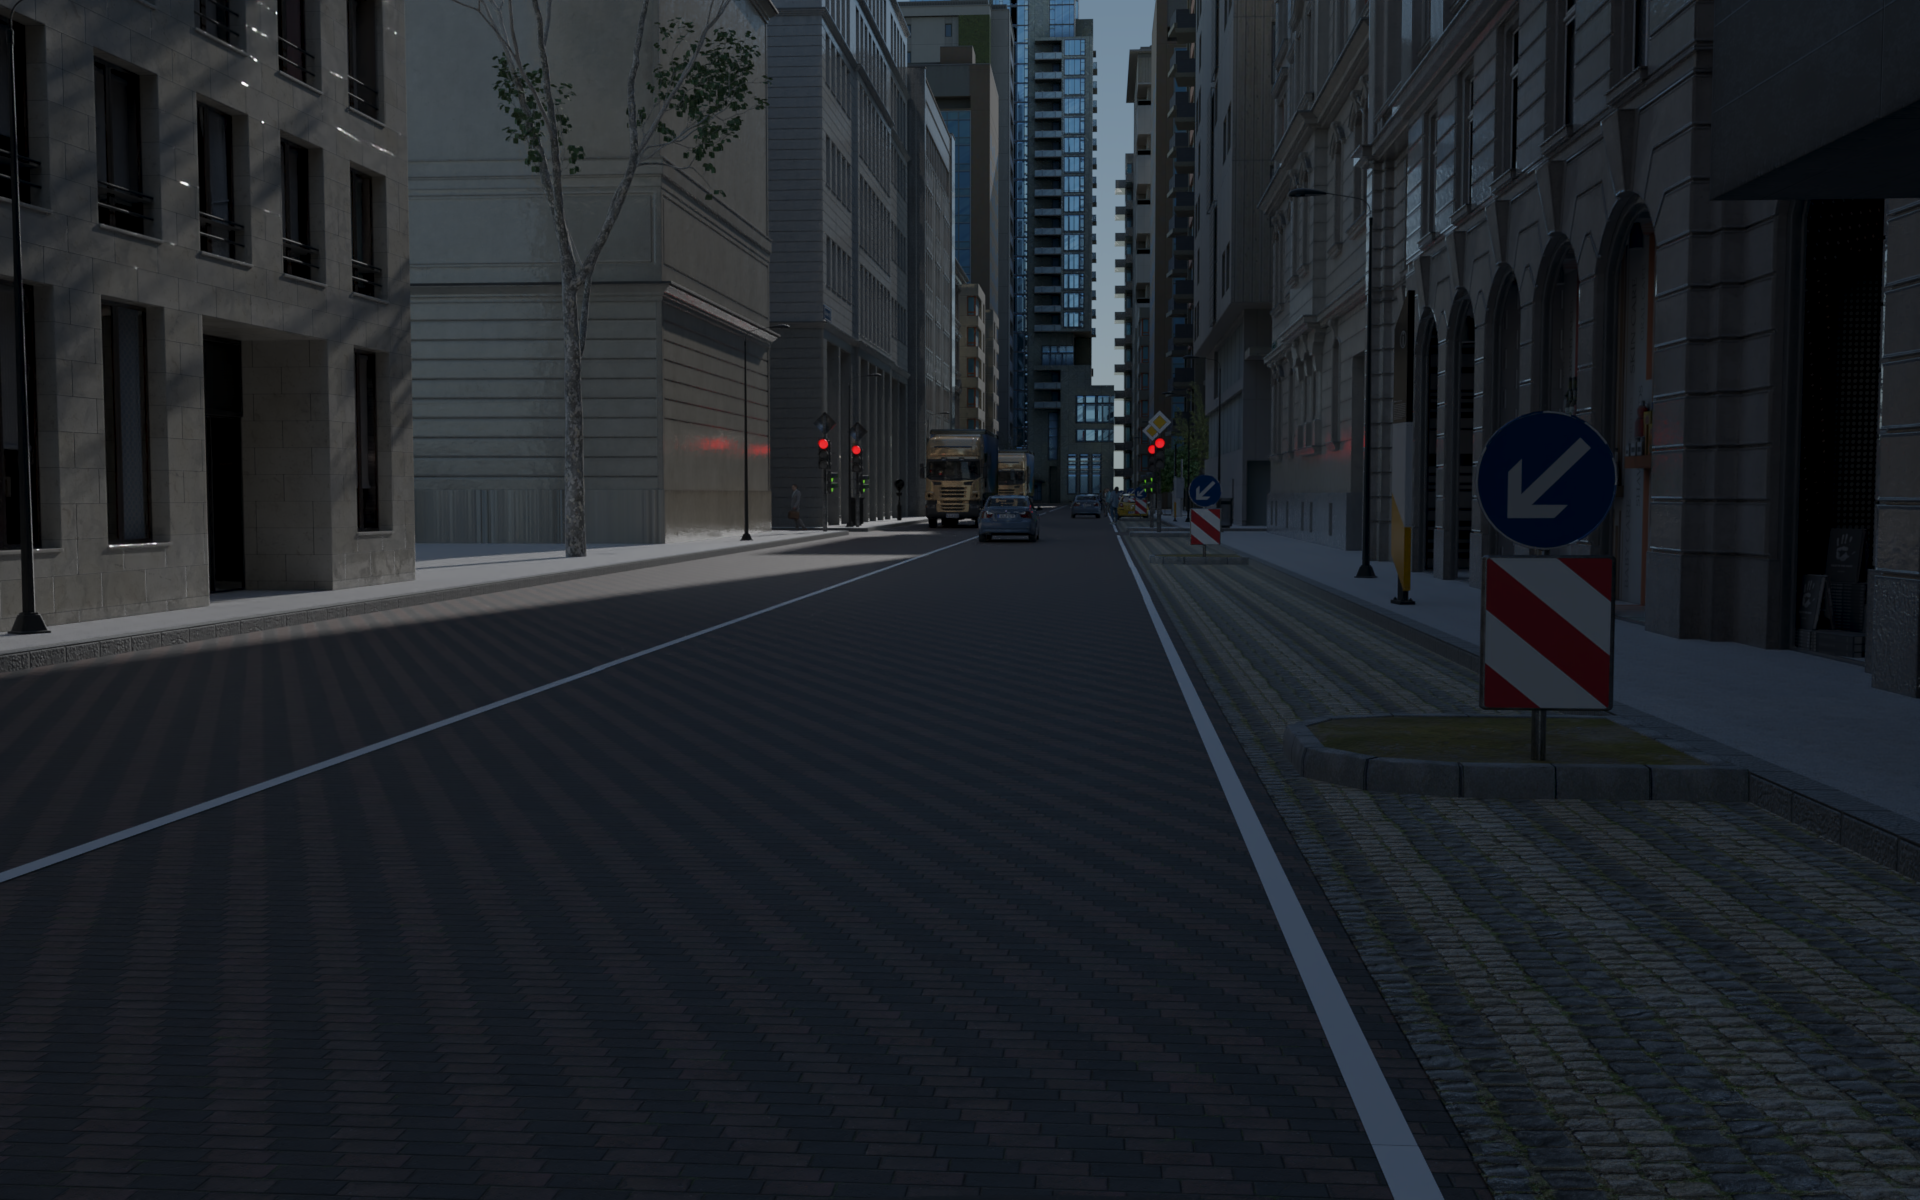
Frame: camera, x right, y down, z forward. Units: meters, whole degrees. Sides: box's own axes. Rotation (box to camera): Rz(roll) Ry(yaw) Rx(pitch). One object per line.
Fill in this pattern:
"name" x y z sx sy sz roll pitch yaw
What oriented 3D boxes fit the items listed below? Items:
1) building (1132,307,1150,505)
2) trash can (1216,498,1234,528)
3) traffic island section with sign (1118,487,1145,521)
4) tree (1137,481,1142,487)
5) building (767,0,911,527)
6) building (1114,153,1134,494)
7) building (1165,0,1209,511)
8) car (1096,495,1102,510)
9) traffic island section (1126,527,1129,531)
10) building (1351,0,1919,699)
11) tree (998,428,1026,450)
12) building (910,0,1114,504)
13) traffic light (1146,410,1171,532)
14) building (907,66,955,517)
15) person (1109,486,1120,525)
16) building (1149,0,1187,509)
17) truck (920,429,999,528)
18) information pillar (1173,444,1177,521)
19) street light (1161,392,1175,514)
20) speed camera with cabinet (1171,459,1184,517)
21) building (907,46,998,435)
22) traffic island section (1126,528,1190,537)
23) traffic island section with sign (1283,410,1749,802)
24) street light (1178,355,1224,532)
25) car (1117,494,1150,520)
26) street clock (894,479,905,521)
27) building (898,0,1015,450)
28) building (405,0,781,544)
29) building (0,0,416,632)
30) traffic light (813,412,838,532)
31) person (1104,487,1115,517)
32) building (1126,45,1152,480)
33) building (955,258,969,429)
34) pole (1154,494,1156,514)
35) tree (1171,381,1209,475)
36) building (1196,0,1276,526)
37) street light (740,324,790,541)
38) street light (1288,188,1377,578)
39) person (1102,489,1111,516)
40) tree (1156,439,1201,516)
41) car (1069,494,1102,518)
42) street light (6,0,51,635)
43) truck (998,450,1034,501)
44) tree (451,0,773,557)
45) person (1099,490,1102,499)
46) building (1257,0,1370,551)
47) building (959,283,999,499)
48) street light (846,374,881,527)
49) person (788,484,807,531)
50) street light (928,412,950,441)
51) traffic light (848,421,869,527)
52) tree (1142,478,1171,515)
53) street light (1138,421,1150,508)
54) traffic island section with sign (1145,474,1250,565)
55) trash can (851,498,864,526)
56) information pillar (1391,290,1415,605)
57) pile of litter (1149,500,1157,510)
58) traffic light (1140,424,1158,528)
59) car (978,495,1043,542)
"building" 31.512 -20.106 173.772 27.650 21.520 28.899 0 4 5
"trash can" 9.989 -3.292 65.481 0.748 1.137 0.748 0 3 0
"traffic island section with sign" 9.350 -5.027 90.815 1.989 1.847 2.006 0 4 5
"tree" 15.825 -9.186 144.790 1.663 3.219 1.824 0 3 0
"building" -9.447 -18.585 81.357 11.434 29.767 29.804 0 4 5
"building" 36.192 -37.617 234.641 30.456 49.044 23.786 0 4 5
"building" 26.301 -28.773 125.058 22.147 44.769 28.867 0 4 5
"car" 11.726 -8.613 153.404 1.945 1.354 3.894 0 4 5
"traffic island section" 7.362 -2.692 66.296 2.009 0.180 2.903 0 4 5
"building" 12.767 -10.973 21.208 13.314 21.916 24.055 0 4 5
"tree" 5.655 -14.874 193.558 4.360 8.622 3.978 0 3 0
"building" 5.436 -56.403 234.853 31.000 86.520 22.319 0 4 5
"traffic light" 6.681 -4.239 58.226 0.839 4.253 0.868 0 4 5
"building" -7.128 -17.647 106.543 12.078 24.808 19.932 0 4 5
"person" 7.258 -4.438 81.332 0.793 1.790 0.793 1 4 20
"building" 23.845 -30.702 152.082 14.600 45.320 14.200 0 4 5
"truck" 0.126 -5.392 77.066 2.839 4.237 11.283 0 4 5
"information pillar" 10.086 -5.494 81.173 0.183 3.616 0.504 0 4 4
"street light" 9.881 -6.507 78.927 1.470 5.913 1.316 0 4 5
"speed camera with cabinet" 12.329 -6.350 98.161 0.660 3.252 2.038 0 4 4
"building" -3.378 -32.291 178.068 14.600 45.320 14.200 0 4 5
"traffic island section" 6.721 -2.205 58.337 2.009 0.180 2.903 0 4 5
"traffic island section with sign" 2.745 -0.025 9.031 1.989 1.847 2.006 0 4 5
"street light" 8.158 -5.233 58.095 1.470 5.913 1.316 0 4 5
"car" 9.524 -5.233 95.788 2.015 1.641 3.980 0 4 4
"street clock" -2.944 -4.857 83.980 0.471 2.002 0.358 -1 4 -20
"building" -7.796 -40.692 207.308 28.212 58.520 21.231 0 4 5
"building" -21.188 -13.389 52.189 30.059 22.955 16.112 0 4 5
"building" -13.947 -9.937 17.225 10.420 20.320 16.860 0 4 5
"traffic light" -4.595 -4.293 59.115 0.839 4.253 0.868 0 4 5
"person" 9.198 -6.014 106.690 0.748 1.841 0.638 2 4 26
"building" 33.781 -37.435 201.305 28.713 52.752 27.495 0 4 5
"building" -5.866 -17.793 127.080 11.583 22.565 21.152 0 4 5
"pole" 12.589 -7.253 112.434 0.158 3.312 0.155 0 3 0
"tree" 15.546 -9.758 109.910 4.737 8.622 4.395 0 3 0
"building" 24.407 -29.890 77.939 27.495 52.752 28.713 0 4 5
"street light" -5.357 -4.592 47.617 1.470 5.913 1.316 0 4 5
"street light" 5.688 -3.297 26.448 1.470 5.913 1.316 0 4 5
"person" 9.603 -6.423 113.785 0.520 1.790 0.573 -1 4 -21
"tree" 12.848 -7.299 103.049 4.285 4.588 4.351 0 3 0
"car" 7.526 -5.610 103.729 2.014 1.417 4.499 0 4 3
"street light" -8.042 -2.642 15.741 1.470 5.913 1.316 0 4 5
"truck" 3.309 -7.527 111.975 2.839 4.237 11.283 0 4 5
"tree" -6.612 -10.897 34.063 12.611 20.169 13.585 0 3 0
"person" 13.127 -9.381 161.954 0.705 1.814 1.350 2 4 26
"building" 15.517 -15.772 45.265 14.401 28.519 23.554 0 4 5
"building" -11.120 -19.131 157.837 27.650 21.520 28.899 0 4 5
"street light" -3.739 -5.776 66.982 1.470 5.913 1.316 0 4 5
"person" -6.117 -3.417 64.490 0.853 1.813 0.709 -2 4 -33
"street light" -1.270 -7.681 98.127 1.470 5.913 1.316 0 4 5
"traffic light" -3.954 -4.780 67.075 0.839 4.253 0.868 0 4 5
"tree" 12.634 -6.878 107.062 1.663 3.219 1.824 0 3 0
"street light" 12.212 -8.399 109.860 1.470 5.913 1.316 0 4 5
"traffic island section with sign" 4.926 -1.668 35.898 1.989 1.847 2.006 0 4 5
"trash can" -4.221 -3.590 70.356 0.748 1.137 0.748 0 3 0
"information pillar" 5.158 -1.762 20.166 0.183 3.616 0.504 0 4 -4
"pile of litter" 15.260 -7.625 138.637 1.176 0.858 1.719 0 4 4
"traffic light" 7.323 -4.726 66.186 0.839 4.253 0.868 0 4 5
"car" 1.521 -2.510 53.045 2.014 1.417 4.499 0 4 4
